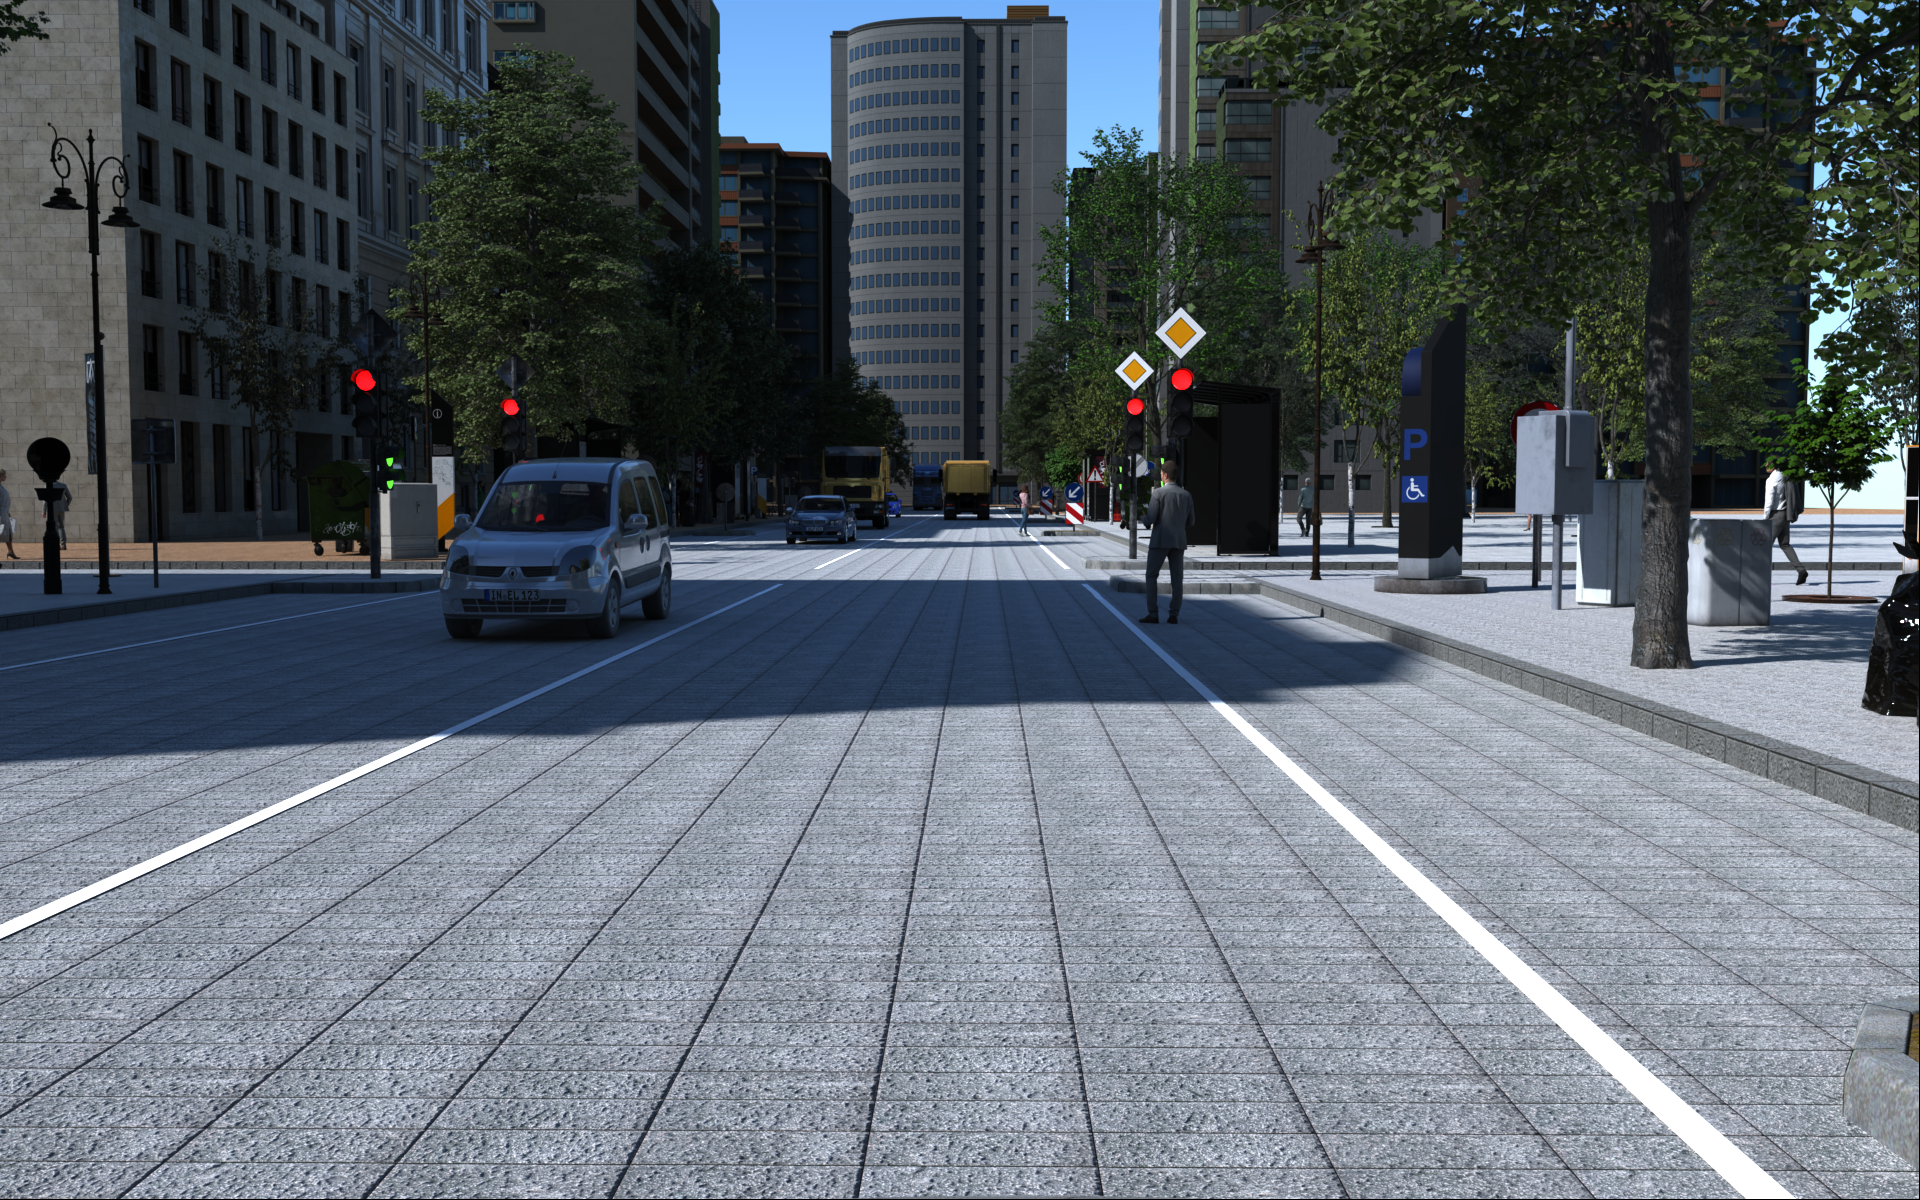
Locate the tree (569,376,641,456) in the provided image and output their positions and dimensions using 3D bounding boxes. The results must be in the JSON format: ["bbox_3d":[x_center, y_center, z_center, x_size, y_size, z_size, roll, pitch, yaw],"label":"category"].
[{"bbox_3d":[-17.077,-8.194,84.340,4.360,8.622,3.978,0,3,0],"label":"tree"}]

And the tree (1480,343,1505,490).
[{"bbox_3d":[22.838,-7.760,77.231,4.737,8.622,4.395,0,3,0],"label":"tree"}]

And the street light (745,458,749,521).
[{"bbox_3d":[-10.112,-6.679,81.997,0.468,5.910,1.993,0,4,1],"label":"street light"}]

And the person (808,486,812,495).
[{"bbox_3d":[-10.154,-6.764,116.651,0.705,1.821,1.348,-1,4,-19],"label":"person"}]

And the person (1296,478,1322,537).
[{"bbox_3d":[10.510,-2.781,52.001,0.782,1.767,0.515,-1,4,-18],"label":"person"}]

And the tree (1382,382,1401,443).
[{"bbox_3d":[27.517,-9.510,105.845,4.360,8.622,3.978,0,3,0],"label":"tree"}]

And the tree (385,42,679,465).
[{"bbox_3d":[-10.652,-7.703,44.066,7.486,12.596,7.792,0,3,0],"label":"tree"}]

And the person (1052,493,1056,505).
[{"bbox_3d":[8.888,-9.570,165.779,0.557,1.426,1.065,-2,4,-35],"label":"person"}]

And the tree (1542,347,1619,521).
[{"bbox_3d":[28.740,-8.005,81.248,4.360,8.622,3.978,0,3,0],"label":"tree"}]

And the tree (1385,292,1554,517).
[{"bbox_3d":[27.859,-10.914,95.451,9.611,12.733,9.660,0,3,0],"label":"tree"}]

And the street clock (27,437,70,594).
[{"bbox_3d":[-11.653,-1.078,22.191,0.471,2.002,0.358,-2,4,-35],"label":"street clock"}]

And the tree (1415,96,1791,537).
[{"bbox_3d":[18.982,-8.639,51.611,12.009,13.543,11.850,0,3,0],"label":"tree"}]

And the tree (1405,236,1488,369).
[{"bbox_3d":[16.204,-8.582,66.065,9.928,11.665,9.643,0,3,0],"label":"tree"}]

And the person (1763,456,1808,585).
[{"bbox_3d":[11.588,-1.120,24.462,0.679,1.850,0.850,-2,4,-35],"label":"person"}]

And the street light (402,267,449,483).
[{"bbox_3d":[-10.879,-3.829,35.394,0.468,5.910,1.993,0,4,1],"label":"street light"}]

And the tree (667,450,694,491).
[{"bbox_3d":[-18.061,-9.109,99.302,4.360,8.622,3.978,0,3,0],"label":"tree"}]

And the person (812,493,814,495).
[{"bbox_3d":[-14.035,-9.602,166.261,0.991,1.433,0.599,2,4,26],"label":"person"}]

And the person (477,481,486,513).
[{"bbox_3d":[-18.241,-3.648,65.931,0.529,1.795,0.600,1,4,21],"label":"person"}]

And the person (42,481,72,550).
[{"bbox_3d":[-20.637,-2.044,39.559,0.391,1.810,0.635,1,4,18],"label":"person"}]

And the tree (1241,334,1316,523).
[{"bbox_3d":[14.201,-7.770,77.396,4.360,8.622,3.978,0,3,0],"label":"tree"}]

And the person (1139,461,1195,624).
[{"bbox_3d":[2.269,-0.647,19.279,0.606,1.804,0.583,-2,4,-31],"label":"person"}]

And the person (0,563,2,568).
[{"bbox_3d":[-15.262,-1.268,26.689,0.836,1.842,0.656,-2,4,-34],"label":"person"}]

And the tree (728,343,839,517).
[{"bbox_3d":[-10.449,-9.959,97.249,7.601,10.594,8.767,-1,4,-21],"label":"tree"}]

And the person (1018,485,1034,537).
[{"bbox_3d":[2.171,-3.025,58.556,0.643,1.750,0.593,-2,4,-28],"label":"person"}]

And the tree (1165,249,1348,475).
[{"bbox_3d":[15.242,-11.098,88.101,9.857,13.997,8.962,0,3,0],"label":"tree"}]

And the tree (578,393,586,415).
[{"bbox_3d":[-18.712,-7.552,73.836,4.737,8.622,4.395,0,3,0],"label":"tree"}]

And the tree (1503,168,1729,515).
[{"bbox_3d":[15.293,-5.478,39.930,4.737,8.622,4.395,0,3,0],"label":"tree"}]

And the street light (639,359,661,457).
[{"bbox_3d":[-10.478,-5.249,58.610,0.468,5.910,1.993,0,4,1],"label":"street light"}]

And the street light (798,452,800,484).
[{"bbox_3d":[-9.794,-8.100,105.215,0.468,5.910,1.993,0,4,1],"label":"street light"}]

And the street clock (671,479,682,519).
[{"bbox_3d":[-13.495,-4.765,82.474,0.471,2.002,0.358,0,4,-7],"label":"street clock"}]

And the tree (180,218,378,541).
[{"bbox_3d":[-18.966,-5.924,47.227,4.360,8.622,3.978,0,3,0],"label":"tree"}]

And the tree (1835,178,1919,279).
[{"bbox_3d":[21.341,-5.377,38.283,4.360,8.622,3.978,0,3,0],"label":"tree"}]

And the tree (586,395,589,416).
[{"bbox_3d":[-18.216,-8.658,91.922,4.737,8.622,4.395,0,3,0],"label":"tree"}]

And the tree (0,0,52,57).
[{"bbox_3d":[-11.381,-5.391,13.900,9.928,11.665,9.643,0,3,0],"label":"tree"}]

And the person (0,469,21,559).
[{"bbox_3d":[-18.837,-1.686,33.968,0.624,1.780,0.694,-1,4,-8],"label":"person"}]

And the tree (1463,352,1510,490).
[{"bbox_3d":[25.380,-8.373,87.260,4.360,8.622,3.978,0,3,0],"label":"tree"}]

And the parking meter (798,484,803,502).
[{"bbox_3d":[-9.519,-6.004,103.881,0.399,1.863,0.255,2,4,32],"label":"parking meter"}]

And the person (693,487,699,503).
[{"bbox_3d":[-14.340,-5.422,94.712,0.654,1.822,0.581,3,5,41],"label":"person"}]

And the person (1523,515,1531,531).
[{"bbox_3d":[19.960,-3.318,60.317,0.581,1.822,0.654,-3,4,-36],"label":"person"}]

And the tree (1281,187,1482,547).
[{"bbox_3d":[9.465,-5.559,41.252,4.737,8.622,4.395,0,3,0],"label":"tree"}]

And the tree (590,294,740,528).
[{"bbox_3d":[-10.549,-6.993,64.698,4.737,8.622,4.395,0,3,0],"label":"tree"}]

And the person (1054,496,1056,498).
[{"bbox_3d":[9.281,-9.345,158.828,1.348,1.824,0.705,2,4,30],"label":"person"}]

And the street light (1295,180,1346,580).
[{"bbox_3d":[5.316,-3.236,25.693,0.468,5.910,1.993,0,4,1],"label":"street light"}]

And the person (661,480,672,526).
[{"bbox_3d":[-11.763,-3.856,69.076,0.794,1.824,0.713,3,5,42],"label":"person"}]

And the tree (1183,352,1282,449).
[{"bbox_3d":[16.495,-10.376,104.065,7.601,10.594,8.767,-1,4,-15],"label":"tree"}]
